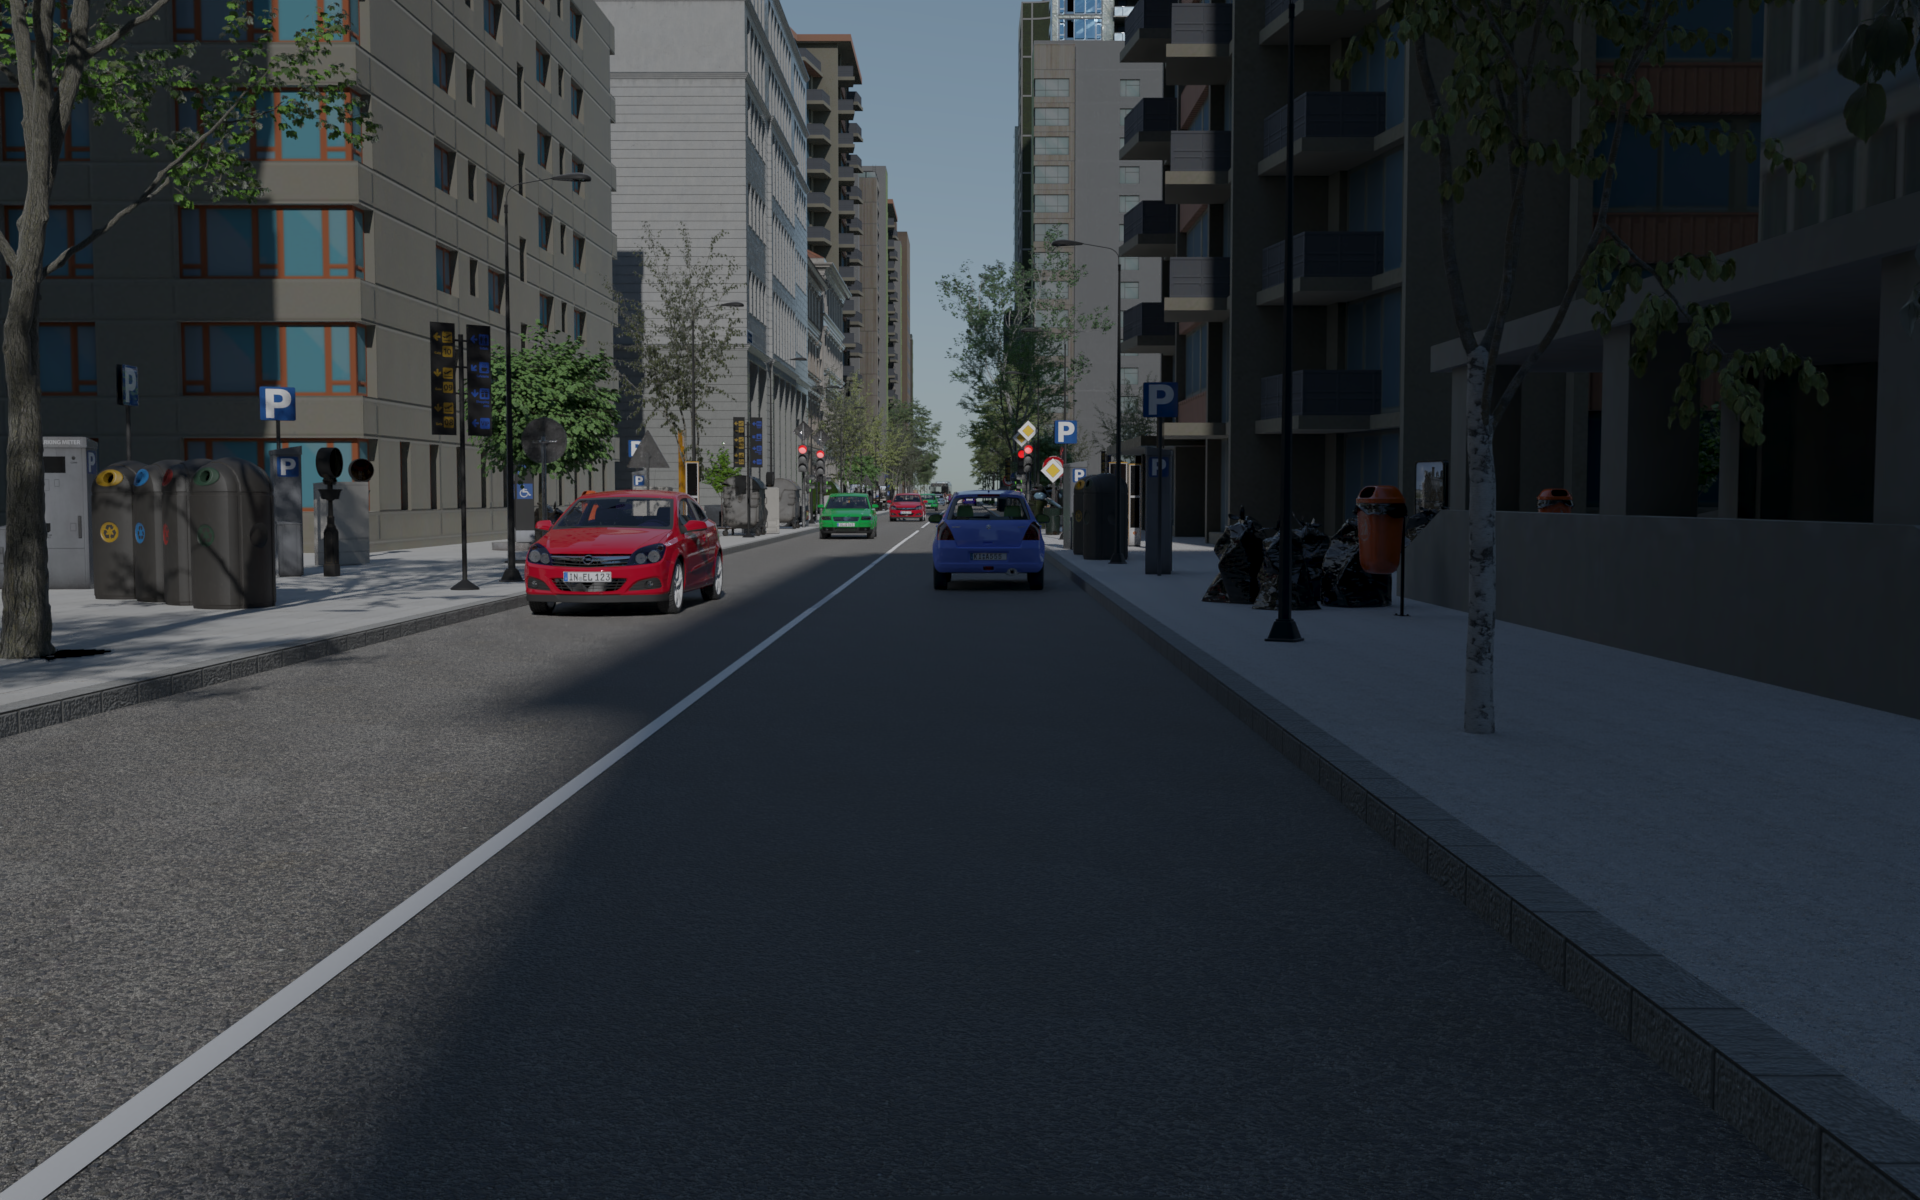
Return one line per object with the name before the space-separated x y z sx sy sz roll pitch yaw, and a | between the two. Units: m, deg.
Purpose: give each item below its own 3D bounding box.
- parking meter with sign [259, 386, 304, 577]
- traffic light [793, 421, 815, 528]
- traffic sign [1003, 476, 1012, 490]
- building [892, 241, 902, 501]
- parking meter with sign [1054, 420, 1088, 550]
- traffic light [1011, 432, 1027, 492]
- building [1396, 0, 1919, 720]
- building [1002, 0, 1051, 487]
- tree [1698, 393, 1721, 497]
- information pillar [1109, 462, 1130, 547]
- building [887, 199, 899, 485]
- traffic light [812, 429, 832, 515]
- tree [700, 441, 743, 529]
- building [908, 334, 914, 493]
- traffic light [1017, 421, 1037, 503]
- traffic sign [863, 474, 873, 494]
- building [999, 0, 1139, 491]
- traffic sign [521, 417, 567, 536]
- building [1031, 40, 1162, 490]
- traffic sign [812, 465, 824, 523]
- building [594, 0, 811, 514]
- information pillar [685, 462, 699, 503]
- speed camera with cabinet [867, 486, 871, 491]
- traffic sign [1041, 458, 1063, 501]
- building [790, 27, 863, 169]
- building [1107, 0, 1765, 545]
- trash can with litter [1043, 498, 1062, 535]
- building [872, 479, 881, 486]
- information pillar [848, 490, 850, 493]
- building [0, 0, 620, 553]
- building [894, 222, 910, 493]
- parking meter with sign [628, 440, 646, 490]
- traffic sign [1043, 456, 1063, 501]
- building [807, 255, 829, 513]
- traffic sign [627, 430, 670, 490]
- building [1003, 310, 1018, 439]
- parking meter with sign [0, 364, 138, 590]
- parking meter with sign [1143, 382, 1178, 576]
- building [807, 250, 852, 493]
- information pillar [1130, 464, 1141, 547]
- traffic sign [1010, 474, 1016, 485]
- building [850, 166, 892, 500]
parking meter with sign | -10.726 -1.911 27.499 0.543 3.016 1.738 -2 4 -27
traffic light | -5.974 -4.733 66.298 0.839 4.253 0.868 0 4 0
traffic sign | 3.153 -6.839 111.917 0.768 2.556 0.104 1 4 10
building | -16.396 -35.983 271.920 14.154 41.232 14.086 0 4 0
parking meter with sign | 2.661 -2.690 40.242 0.543 3.016 1.738 -1 4 -11
traffic light | 2.620 -5.220 74.264 0.839 4.253 0.868 0 4 0
building | 21.582 -19.678 13.619 32.217 40.220 23.993 0 4 0
building | 16.705 -49.768 251.961 20.563 71.187 20.611 0 4 0
tree | 11.919 -2.067 28.405 1.663 3.219 1.824 0 3 0
information pillar | 3.641 -2.166 39.907 0.304 2.012 0.304 -2 4 -33
building | -20.187 -36.409 249.908 22.147 44.769 28.867 0 4 0
traffic light | -5.941 -5.221 74.283 0.839 4.253 0.868 0 4 0
tree | -8.610 -4.203 63.322 1.663 3.219 1.824 0 3 0
building | -15.330 -32.369 300.932 14.160 30.474 14.107 0 4 0
traffic light | 2.588 -4.731 66.279 0.839 4.253 0.868 0 4 0
traffic sign | -6.022 -6.827 111.626 0.884 2.594 0.081 0 4 7
building | 18.020 -59.883 291.764 22.319 86.520 31.000 0 4 0
traffic sign | -6.915 -1.756 28.815 0.768 2.556 0.104 0 4 2
building | 13.553 -29.149 160.176 14.154 41.232 14.086 0 4 0
traffic sign | -6.331 -4.681 76.537 0.884 2.594 0.081 0 4 3
building | -14.770 -19.181 91.109 11.434 29.767 29.804 0 4 0
information pillar | -6.060 -2.126 39.254 0.304 2.012 0.304 0 4 -7
speed camera with cabinet | -7.419 -9.100 143.121 0.660 3.252 2.038 1 4 18
traffic sign | 2.997 -3.344 55.861 0.795 2.450 0.064 0 4 3
building | -20.591 -31.121 163.446 22.147 44.769 28.867 0 4 0
building | 16.026 -24.052 47.869 22.147 44.769 28.867 0 4 0
trash can with litter | 3.134 -2.611 54.081 1.055 1.170 0.624 1 4 20
building | -25.149 -30.514 190.792 32.217 40.220 23.993 0 4 0
information pillar | -8.257 -8.516 130.590 0.183 3.616 0.504 3 5 43
building | -27.283 -12.584 50.785 28.899 21.520 27.650 0 4 0
building | -15.343 -38.887 285.907 14.600 45.320 14.200 0 4 0
parking meter with sign | -10.271 -3.608 55.252 0.543 3.016 1.738 -1 4 -12
traffic sign | 3.156 -3.547 58.095 0.768 2.556 0.104 1 4 9
building | -14.806 -15.425 116.824 10.561 19.102 19.286 0 4 0
traffic sign | -6.351 -2.157 35.267 0.884 2.594 0.081 0 4 2
building | 13.721 -30.537 270.980 14.160 30.474 14.107 0 4 0
parking meter with sign | -12.081 -1.660 23.407 1.738 3.016 0.543 0 4 -6
parking meter with sign | 3.223 -1.933 27.864 0.543 3.016 1.738 0 4 7
building | -15.018 -18.394 136.900 11.583 22.565 21.152 0 4 0
information pillar | 4.244 -2.310 42.254 0.304 2.012 0.304 0 4 -4
traffic sign | 3.132 -5.794 94.840 0.768 2.556 0.104 1 4 9
building | -16.021 -32.179 209.728 14.154 41.232 14.086 0 4 0
